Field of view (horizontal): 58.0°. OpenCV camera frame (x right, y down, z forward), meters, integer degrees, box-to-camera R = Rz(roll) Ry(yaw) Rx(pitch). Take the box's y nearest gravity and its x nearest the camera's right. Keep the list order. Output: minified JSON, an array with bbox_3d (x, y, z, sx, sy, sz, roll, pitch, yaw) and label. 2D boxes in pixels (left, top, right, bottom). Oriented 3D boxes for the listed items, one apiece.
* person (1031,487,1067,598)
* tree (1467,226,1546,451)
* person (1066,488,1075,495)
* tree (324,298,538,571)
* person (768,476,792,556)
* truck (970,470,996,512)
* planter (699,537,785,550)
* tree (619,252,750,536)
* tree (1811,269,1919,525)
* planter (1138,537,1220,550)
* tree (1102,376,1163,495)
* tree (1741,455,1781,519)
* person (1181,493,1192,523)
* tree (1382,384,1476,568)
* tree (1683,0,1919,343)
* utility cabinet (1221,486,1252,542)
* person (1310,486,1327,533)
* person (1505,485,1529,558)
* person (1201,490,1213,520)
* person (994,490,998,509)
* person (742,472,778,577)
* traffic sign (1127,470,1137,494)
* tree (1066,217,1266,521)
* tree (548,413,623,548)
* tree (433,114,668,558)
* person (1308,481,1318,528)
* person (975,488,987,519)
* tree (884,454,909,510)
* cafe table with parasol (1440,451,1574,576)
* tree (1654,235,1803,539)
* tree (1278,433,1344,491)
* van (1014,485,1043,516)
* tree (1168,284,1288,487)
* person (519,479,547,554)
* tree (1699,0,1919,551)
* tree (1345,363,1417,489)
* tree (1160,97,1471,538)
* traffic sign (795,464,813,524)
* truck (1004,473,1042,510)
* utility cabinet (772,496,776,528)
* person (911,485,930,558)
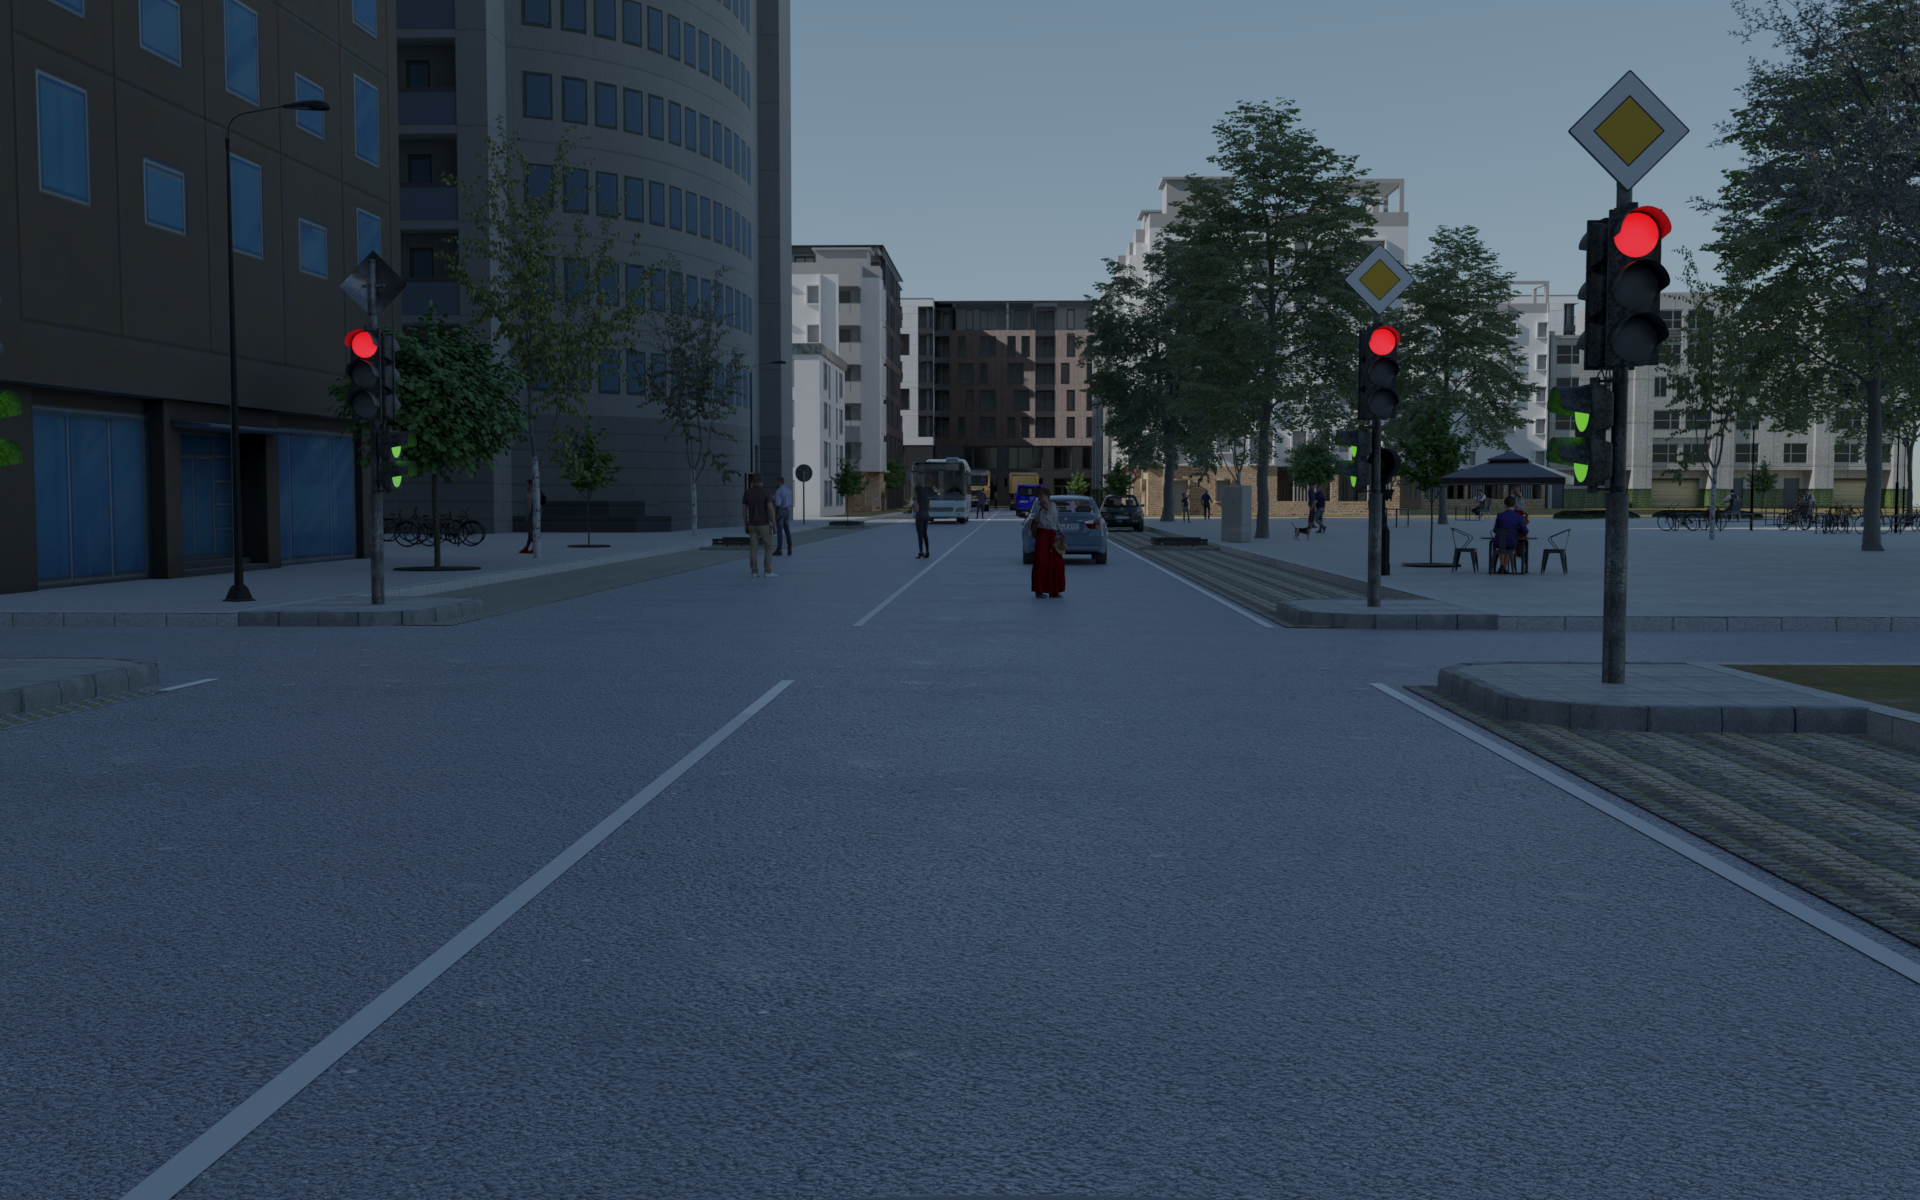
[{"bbox_3d":[1.209,-0.788,23.857,0.523,1.526,0.387,-2,4,-35],"label":"person"},{"bbox_3d":[20.658,-9.472,72.991,7.486,12.596,7.792,0,3,0],"label":"tree"},{"bbox_3d":[5.669,-4.862,88.670,0.551,1.740,0.621,0,4,-4],"label":"person"},{"bbox_3d":[-8.928,-2.791,29.341,4.285,4.588,4.351,0,3,0],"label":"tree"},{"bbox_3d":[-4.237,-1.955,40.334,0.599,1.838,0.709,2,4,31],"label":"person"},{"bbox_3d":[1.159,-8.992,142.936,3.469,3.379,9.791,0,4,0],"label":"truck"},{"bbox_3d":[-5.598,-1.454,44.907,1.991,0.319,1.994,0,4,2],"label":"planter"},{"bbox_3d":[-8.129,-6.241,52.409,4.360,8.622,3.978,0,3,0],"label":"tree"},{"bbox_3d":[38.653,-8.341,70.794,7.601,10.594,8.767,0,4,4],"label":"tree"},{"bbox_3d":[5.614,-1.443,44.735,1.991,0.319,1.994,0,4,2],"label":"planter"},{"bbox_3d":[9.837,-8.997,97.470,4.737,8.622,4.395,0,3,0],"label":"tree"},{"bbox_3d":[39.840,-5.579,85.816,1.663,3.219,1.824,0,3,0],"label":"tree"},{"bbox_3d":[10.055,-4.092,76.853,0.435,1.345,0.340,-2,4,-30],"label":"person"},{"bbox_3d":[8.205,-2.200,30.571,1.663,3.219,1.824,0,3,0],"label":"tree"},{"bbox_3d":[16.933,-7.162,27.467,12.009,13.543,11.850,0,3,0],"label":"tree"},{"bbox_3d":[7.317,-2.280,45.950,0.318,1.500,1.173,-1,4,-18],"label":"utility cabinet"},{"bbox_3d":[11.745,-2.956,56.575,0.569,1.553,0.471,-1,4,-15],"label":"person"},{"bbox_3d":[11.264,-1.623,35.039,0.523,1.526,0.387,-3,5,-43],"label":"person"},{"bbox_3d":[12.503,-4.803,87.262,0.600,1.496,0.574,-3,4,-38],"label":"person"},{"bbox_3d":[3.490,-9.666,166.552,0.705,1.823,1.348,0,4,-4],"label":"person"},{"bbox_3d":[-3.432,-1.298,29.845,0.598,1.807,0.434,2,4,27],"label":"person"},{"bbox_3d":[8.922,-5.568,91.142,0.768,2.556,0.104,1,4,10],"label":"traffic sign"},{"bbox_3d":[9.767,-10.664,81.011,9.857,13.997,8.962,0,3,0],"label":"tree"},{"bbox_3d":[-8.906,-2.879,41.677,1.663,3.219,1.824,0,3,0],"label":"tree"},{"bbox_3d":[-8.256,-5.148,34.527,4.737,8.622,4.395,0,3,0],"label":"tree"},{"bbox_3d":[13.453,-3.614,65.577,0.568,1.767,0.683,1,4,12],"label":"person"},{"bbox_3d":[1.218,-5.561,99.870,0.683,1.767,0.568,0,4,5],"label":"person"},{"bbox_3d":[-5.506,-9.564,140.082,4.285,4.588,4.351,0,3,0],"label":"tree"},{"bbox_3d":[8.840,-1.406,27.861,2.610,1.966,2.610,-1,4,-9],"label":"cafe table with parasol"},{"bbox_3d":[21.441,-6.032,48.981,4.737,8.622,4.395,0,3,0],"label":"tree"},{"bbox_3d":[18.531,-6.586,91.402,4.285,4.588,4.351,0,3,0],"label":"tree"},{"bbox_3d":[4.637,-6.693,113.807,2.240,2.365,5.245,0,4,3],"label":"van"},{"bbox_3d":[9.265,-6.594,58.182,4.360,8.622,3.978,0,3,0],"label":"tree"},{"bbox_3d":[-9.237,-1.802,37.374,0.662,1.594,0.647,0,4,0],"label":"person"},{"bbox_3d":[20.261,-7.365,38.548,7.486,12.596,7.792,0,3,0],"label":"tree"},{"bbox_3d":[20.722,-8.291,85.925,4.737,8.622,4.395,0,3,0],"label":"tree"},{"bbox_3d":[9.149,-8.081,50.254,7.486,12.596,7.792,0,3,0],"label":"tree"},{"bbox_3d":[-6.619,-4.481,73.363,0.768,2.556,0.104,1,4,10],"label":"traffic sign"},{"bbox_3d":[5.700,-9.744,155.242,3.469,3.379,9.791,0,4,2],"label":"truck"},{"bbox_3d":[-6.852,-3.342,65.806,0.306,1.237,1.020,1,4,12],"label":"utility cabinet"},{"bbox_3d":[-0.876,-1.751,38.598,0.415,1.643,0.593,0,4,4],"label":"person"}]
